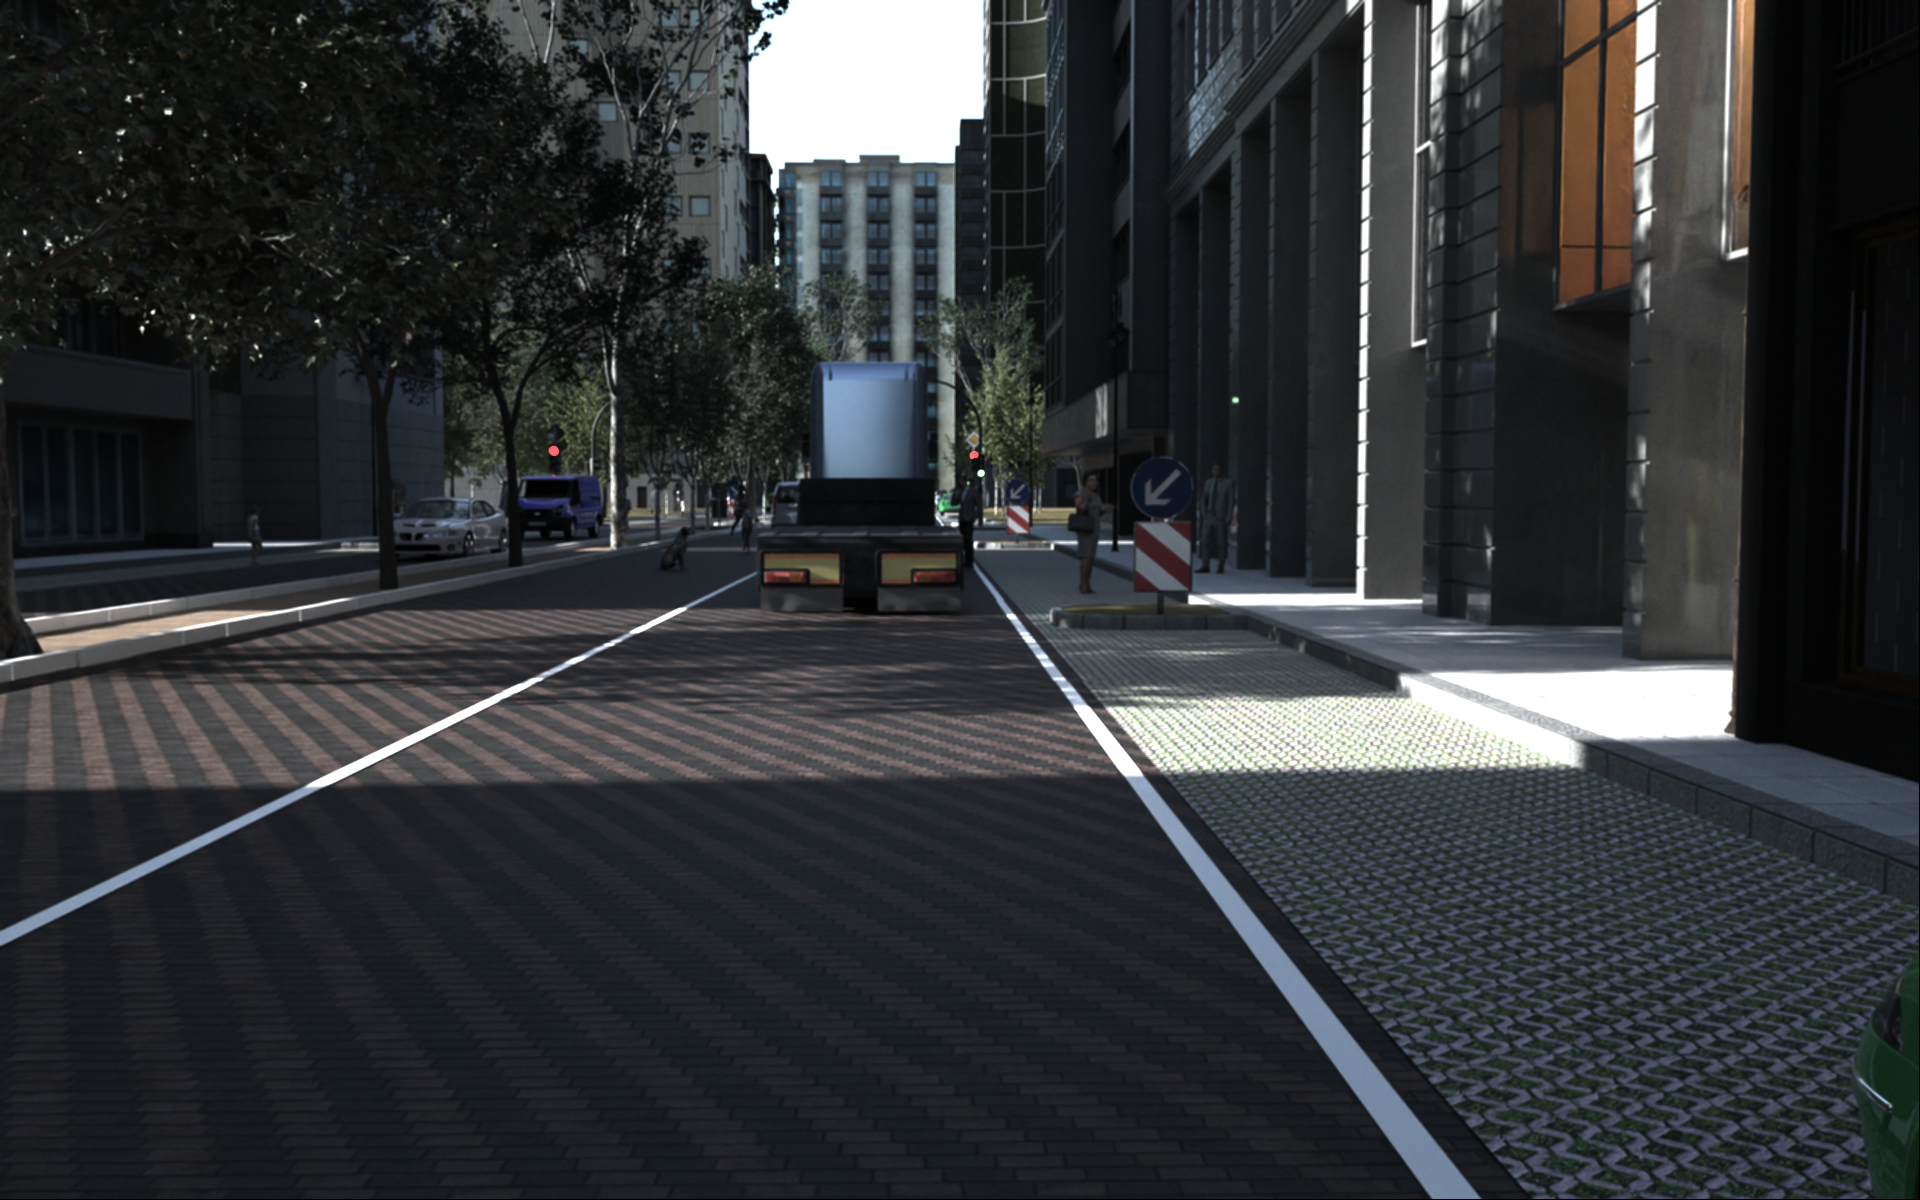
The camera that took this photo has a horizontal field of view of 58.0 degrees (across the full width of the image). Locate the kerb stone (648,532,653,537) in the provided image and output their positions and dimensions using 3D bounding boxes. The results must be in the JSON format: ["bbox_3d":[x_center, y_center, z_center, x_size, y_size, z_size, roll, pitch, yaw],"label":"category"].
[{"bbox_3d":[-10.449,-2.172,57.712,0.120,0.150,1.000,0,4,-1],"label":"kerb stone"}]

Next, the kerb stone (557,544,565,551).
[{"bbox_3d":[-10.111,-1.295,43.365,0.120,0.150,1.000,0,4,-1],"label":"kerb stone"}]

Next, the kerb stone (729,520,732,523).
[{"bbox_3d":[-11.026,-3.649,81.862,0.120,0.150,1.000,0,4,-1],"label":"kerb stone"}]

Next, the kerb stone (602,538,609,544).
[{"bbox_3d":[-10.257,-1.666,49.512,0.120,0.150,1.000,0,4,-1],"label":"kerb stone"}]

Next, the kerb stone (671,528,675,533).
[{"bbox_3d":[-10.568,-2.482,62.838,0.120,0.150,1.000,0,4,-1],"label":"kerb stone"}]

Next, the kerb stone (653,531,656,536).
[{"bbox_3d":[-10.481,-2.233,58.737,0.120,0.150,1.000,0,4,-1],"label":"kerb stone"}]

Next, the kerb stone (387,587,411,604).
[{"bbox_3d":[-7.527,-0.047,22.984,0.120,0.150,1.000,0,4,-1],"label":"kerb stone"}]

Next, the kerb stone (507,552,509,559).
[{"bbox_3d":[-9.995,-0.982,38.245,0.120,0.150,1.000,0,4,-1],"label":"kerb stone"}]

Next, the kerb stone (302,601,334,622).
[{"bbox_3d":[-7.453,0.144,19.907,0.120,0.150,1.000,0,4,-1],"label":"kerb stone"}]

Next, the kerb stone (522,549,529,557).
[{"bbox_3d":[-10.017,-1.044,39.277,0.120,0.150,1.000,0,4,-1],"label":"kerb stone"}]

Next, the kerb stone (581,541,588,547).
[{"bbox_3d":[-10.186,-1.481,46.433,0.120,0.150,1.000,0,4,-1],"label":"kerb stone"}]

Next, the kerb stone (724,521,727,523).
[{"bbox_3d":[-10.967,-3.524,79.813,0.120,0.150,1.000,0,4,-1],"label":"kerb stone"}]

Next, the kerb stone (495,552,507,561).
[{"bbox_3d":[-9.964,-0.919,37.219,0.120,0.150,1.000,0,4,-1],"label":"kerb stone"}]

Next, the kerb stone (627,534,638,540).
[{"bbox_3d":[-10.378,-1.984,54.638,0.120,0.150,1.000,0,4,-1],"label":"kerb stone"}]

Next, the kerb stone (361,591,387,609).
[{"bbox_3d":[-7.512,0.015,21.955,0.120,0.150,1.000,0,4,-1],"label":"kerb stone"}]

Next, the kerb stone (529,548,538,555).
[{"bbox_3d":[-10.043,-1.107,40.298,0.120,0.150,1.000,0,4,-1],"label":"kerb stone"}]

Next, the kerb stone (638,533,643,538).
[{"bbox_3d":[-10.401,-2.047,55.660,0.120,0.150,1.000,0,4,-1],"label":"kerb stone"}]

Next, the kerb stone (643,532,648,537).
[{"bbox_3d":[-10.431,-2.106,56.691,0.120,0.150,1.000,0,4,-1],"label":"kerb stone"}]

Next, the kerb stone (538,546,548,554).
[{"bbox_3d":[-10.063,-1.168,41.320,0.120,0.150,1.000,0,4,-1],"label":"kerb stone"}]

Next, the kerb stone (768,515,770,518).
[{"bbox_3d":[-11.507,-4.903,102.356,0.120,0.150,1.000,0,4,-1],"label":"kerb stone"}]

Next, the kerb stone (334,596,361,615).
[{"bbox_3d":[-7.488,0.078,20.928,0.120,0.150,1.000,0,4,-1],"label":"kerb stone"}]

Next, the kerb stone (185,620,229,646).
[{"bbox_3d":[-7.383,0.329,16.816,0.120,0.150,1.000,0,4,-1],"label":"kerb stone"}]

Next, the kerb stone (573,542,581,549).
[{"bbox_3d":[-10.163,-1.420,45.412,0.120,0.150,1.000,0,4,-1],"label":"kerb stone"}]

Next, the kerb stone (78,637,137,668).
[{"bbox_3d":[-7.326,0.455,14.771,0.120,0.150,1.000,0,4,-1],"label":"kerb stone"}]

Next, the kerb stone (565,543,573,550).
[{"bbox_3d":[-10.138,-1.357,44.386,0.120,0.150,1.000,0,4,-1],"label":"kerb stone"}]

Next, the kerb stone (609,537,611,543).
[{"bbox_3d":[-10.277,-1.733,50.534,0.120,0.150,1.000,0,4,-1],"label":"kerb stone"}]

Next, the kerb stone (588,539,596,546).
[{"bbox_3d":[-10.205,-1.545,47.463,0.120,0.150,1.000,0,4,-1],"label":"kerb stone"}]

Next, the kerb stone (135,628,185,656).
[{"bbox_3d":[-7.362,0.391,15.795,0.120,0.150,1.000,0,4,-1],"label":"kerb stone"}]

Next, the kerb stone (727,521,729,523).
[{"bbox_3d":[-10.995,-3.582,80.836,0.120,0.150,1.000,0,4,-1],"label":"kerb stone"}]

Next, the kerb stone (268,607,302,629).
[{"bbox_3d":[-7.438,0.212,18.868,0.120,0.150,1.000,0,4,-1],"label":"kerb stone"}]

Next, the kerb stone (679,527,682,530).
[{"bbox_3d":[-10.616,-2.610,64.882,0.120,0.150,1.000,0,4,-1],"label":"kerb stone"}]

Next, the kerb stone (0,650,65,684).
[{"bbox_3d":[-7.318,0.517,13.749,0.120,0.150,1.000,0,4,-1],"label":"kerb stone"}]

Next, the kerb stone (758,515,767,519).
[{"bbox_3d":[-11.453,-4.777,100.304,0.120,0.150,1.000,0,4,-1],"label":"kerb stone"}]

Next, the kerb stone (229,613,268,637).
[{"bbox_3d":[-7.405,0.266,17.846,0.120,0.150,1.000,0,4,-1],"label":"kerb stone"}]

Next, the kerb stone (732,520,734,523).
[{"bbox_3d":[-11.046,-3.712,82.887,0.120,0.150,1.000,0,4,-1],"label":"kerb stone"}]

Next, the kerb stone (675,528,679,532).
[{"bbox_3d":[-10.599,-2.548,63.860,0.120,0.150,1.000,0,4,-1],"label":"kerb stone"}]

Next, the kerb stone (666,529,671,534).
[{"bbox_3d":[-10.546,-2.423,61.816,0.120,0.150,1.000,0,4,-1],"label":"kerb stone"}]

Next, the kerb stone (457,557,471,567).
[{"bbox_3d":[-9.892,-0.731,34.153,0.120,0.150,1.000,0,4,-1],"label":"kerb stone"}]

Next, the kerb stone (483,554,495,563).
[{"bbox_3d":[-9.949,-0.856,36.197,0.120,0.150,1.000,0,4,-1],"label":"kerb stone"}]

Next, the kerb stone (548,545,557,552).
[{"bbox_3d":[-10.091,-1.224,42.343,0.120,0.150,1.000,0,4,-1],"label":"kerb stone"}]

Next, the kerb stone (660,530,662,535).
[{"bbox_3d":[-10.492,-2.291,59.767,0.120,0.150,1.000,0,4,-1],"label":"kerb stone"}]

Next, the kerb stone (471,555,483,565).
[{"bbox_3d":[-9.918,-0.794,35.174,0.120,0.150,1.000,0,4,-1],"label":"kerb stone"}]

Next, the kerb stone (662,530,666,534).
[{"bbox_3d":[-10.529,-2.360,60.787,0.120,0.150,1.000,0,4,-1],"label":"kerb stone"}]

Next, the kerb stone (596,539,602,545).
[{"bbox_3d":[-10.234,-1.608,48.490,0.120,0.150,1.000,0,4,-1],"label":"kerb stone"}]

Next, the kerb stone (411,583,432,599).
[{"bbox_3d":[-7.553,-0.109,24.008,0.120,0.150,1.000,0,4,-1],"label":"kerb stone"}]
